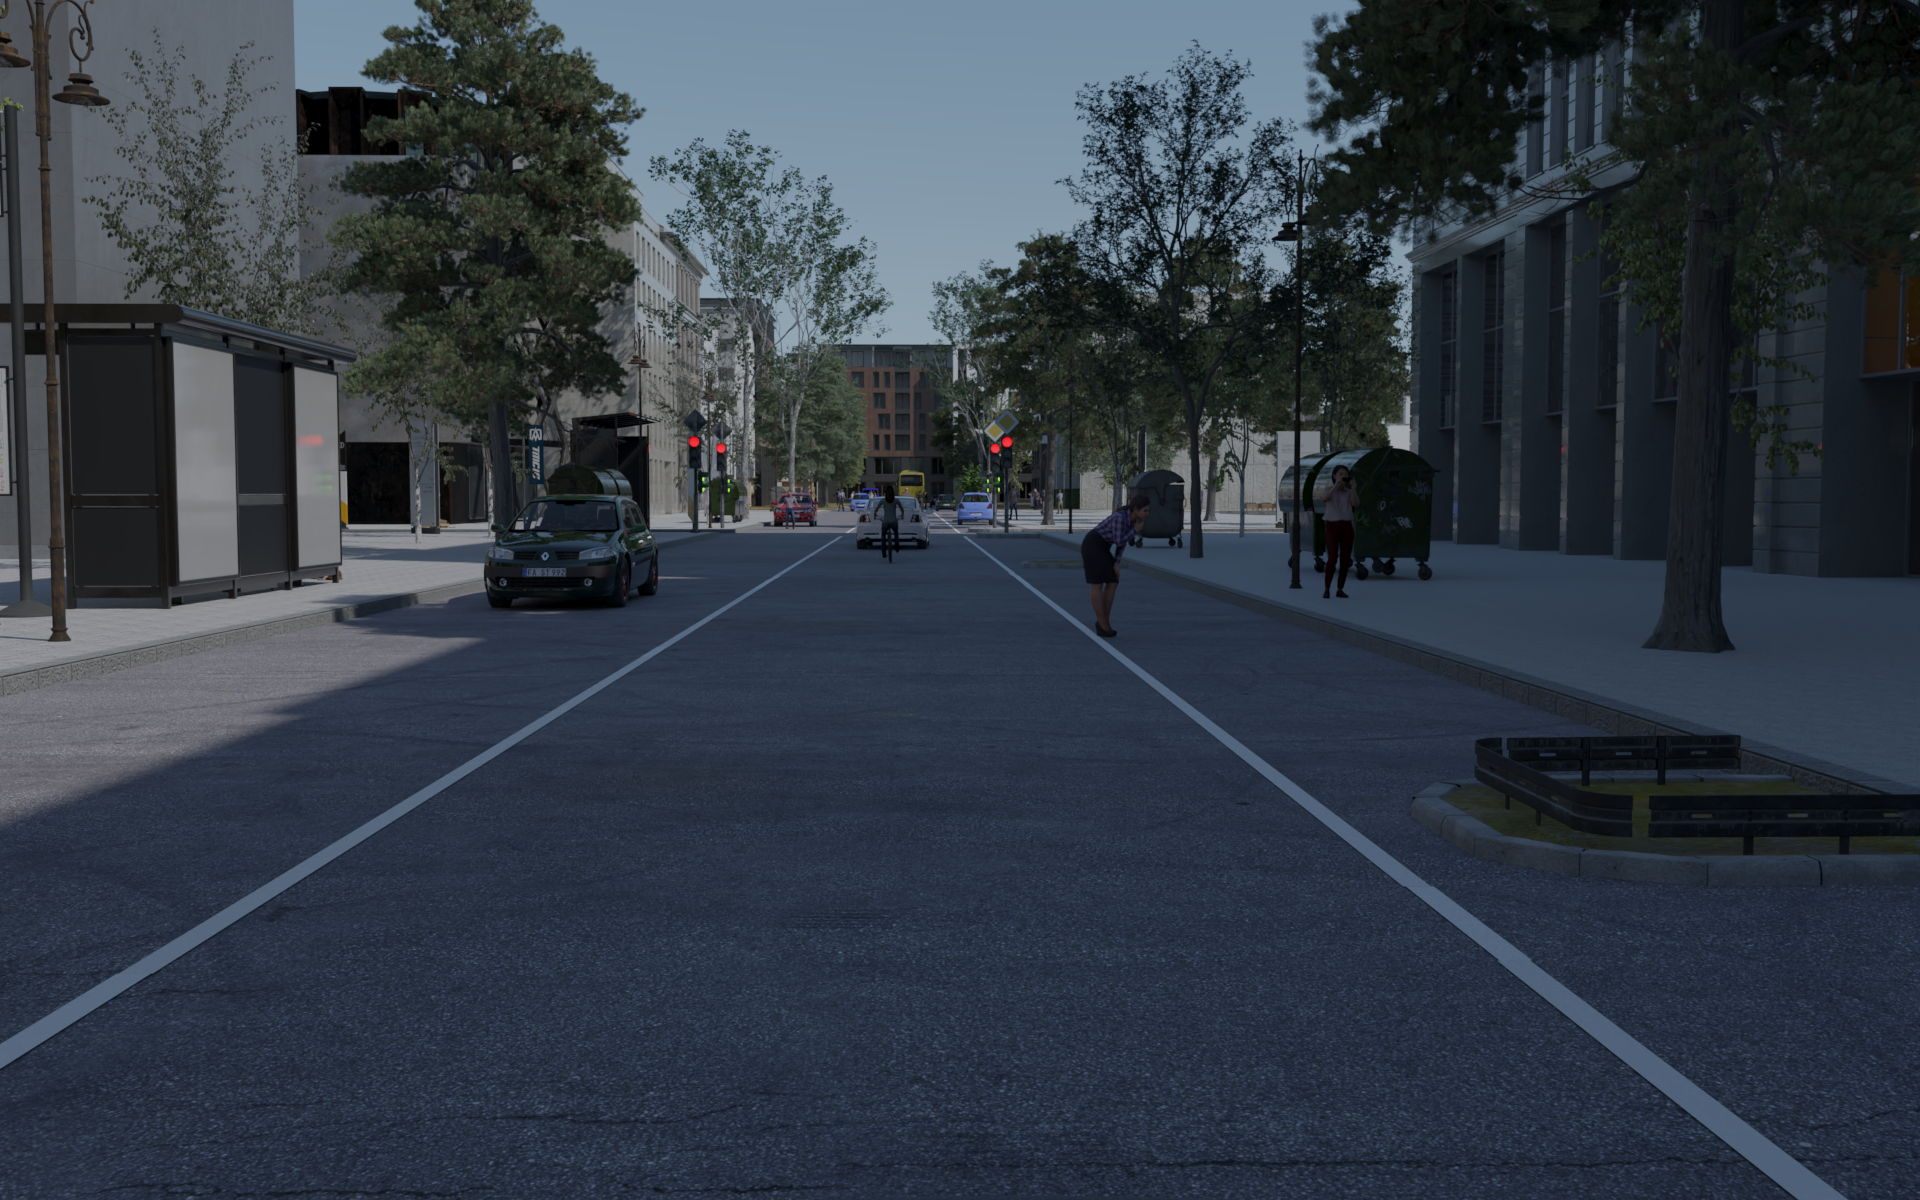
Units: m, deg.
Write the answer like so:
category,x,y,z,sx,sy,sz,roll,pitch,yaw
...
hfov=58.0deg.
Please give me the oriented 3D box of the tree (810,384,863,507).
category,x,y,z,sx,sy,sz,roll,pitch,yaw
tree,-13.811,-16.423,175.934,7.806,13.903,7.818,0,3,0

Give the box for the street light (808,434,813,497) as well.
category,x,y,z,sx,sy,sz,roll,pitch,yaw
street light,-11.209,-9.634,130.310,0.468,5.910,1.993,0,4,-2

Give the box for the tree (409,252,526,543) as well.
category,x,y,z,sx,sy,sz,roll,pitch,yaw
tree,-14.122,-5.763,44.582,4.360,8.622,3.978,0,3,0

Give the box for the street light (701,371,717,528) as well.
category,x,y,z,sx,sy,sz,roll,pitch,yaw
street light,-9.415,-5.645,65.081,0.468,5.910,1.993,0,4,-2

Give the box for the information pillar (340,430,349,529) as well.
category,x,y,z,sx,sy,sz,roll,pitch,yaw
information pillar,-22.668,-4.403,63.351,0.504,3.616,0.183,0,4,-2

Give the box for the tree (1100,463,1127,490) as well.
category,x,y,z,sx,sy,sz,roll,pitch,yaw
tree,11.955,-8.724,126.357,4.285,4.588,4.351,0,3,0

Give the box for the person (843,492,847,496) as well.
category,x,y,z,sx,sy,sz,roll,pitch,yaw
person,-14.674,-12.845,216.154,1.348,1.812,0.705,-1,4,-16

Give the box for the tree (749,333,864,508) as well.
category,x,y,z,sx,sy,sz,roll,pitch,yaw
tree,-12.431,-14.176,138.435,9.857,13.997,8.962,0,3,0

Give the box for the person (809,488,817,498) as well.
category,x,y,z,sx,sy,sz,roll,pitch,yaw
person,-13.489,-9.145,155.582,1.348,1.822,0.705,-1,4,-10

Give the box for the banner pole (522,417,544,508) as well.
category,x,y,z,sx,sy,sz,roll,pitch,yaw
banner pole,-13.601,-3.971,54.950,0.863,3.779,0.401,-1,4,-20

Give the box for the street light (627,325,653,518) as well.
category,x,y,z,sx,sy,sz,roll,pitch,yaw
street light,-8.788,-4.581,47.682,0.468,5.910,1.993,0,4,-2

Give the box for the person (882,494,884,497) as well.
category,x,y,z,sx,sy,sz,roll,pitch,yaw
person,-8.684,-11.343,197.210,0.557,1.426,1.065,3,4,38

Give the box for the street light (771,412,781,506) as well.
category,x,y,z,sx,sy,sz,roll,pitch,yaw
street light,-10.374,-7.635,97.626,0.468,5.910,1.993,0,4,-2

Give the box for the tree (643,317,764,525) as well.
category,x,y,z,sx,sy,sz,roll,pitch,yaw
tree,-10.630,-7.421,71.688,4.360,8.622,3.978,0,3,0

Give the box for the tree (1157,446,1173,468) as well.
category,x,y,z,sx,sy,sz,roll,pitch,yaw
tree,11.734,-12.059,119.214,6.751,12.117,7.091,0,3,0

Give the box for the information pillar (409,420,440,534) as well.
category,x,y,z,sx,sy,sz,roll,pitch,yaw
information pillar,-17.271,-3.947,55.849,0.184,3.620,1.656,-3,5,-44

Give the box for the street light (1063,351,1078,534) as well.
category,x,y,z,sx,sy,sz,roll,pitch,yaw
street light,3.577,-5.084,55.917,0.468,5.910,1.993,0,4,-2

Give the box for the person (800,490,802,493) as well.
category,x,y,z,sx,sy,sz,roll,pitch,yaw
person,-18.084,-11.673,197.562,0.551,1.740,0.621,2,4,33

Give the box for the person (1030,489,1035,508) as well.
category,x,y,z,sx,sy,sz,roll,pitch,yaw
person,6.727,-9.344,159.481,0.551,1.740,0.621,1,4,13

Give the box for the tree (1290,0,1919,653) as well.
category,x,y,z,sx,sy,sz,roll,pitch,yaw
tree,6.373,-6.515,13.946,7.806,13.903,7.818,0,3,0

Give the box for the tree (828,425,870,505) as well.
category,x,y,z,sx,sy,sz,roll,pitch,yaw
tree,-14.908,-18.164,215.103,7.486,12.596,7.792,0,3,0

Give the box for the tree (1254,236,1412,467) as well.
category,x,y,z,sx,sy,sz,roll,pitch,yaw
tree,15.582,-9.139,71.471,6.751,12.117,7.091,0,3,0

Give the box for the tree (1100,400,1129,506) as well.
category,x,y,z,sx,sy,sz,roll,pitch,yaw
tree,10.106,-9.711,109.137,4.737,8.622,4.395,0,3,0

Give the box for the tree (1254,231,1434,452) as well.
category,x,y,z,sx,sy,sz,roll,pitch,yaw
tree,9.606,-5.705,43.638,4.360,8.622,3.978,0,3,0

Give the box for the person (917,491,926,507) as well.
category,x,y,z,sx,sy,sz,roll,pitch,yaw
person,-3.125,-8.103,141.782,0.742,1.727,0.445,0,4,-2

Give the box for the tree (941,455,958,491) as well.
category,x,y,z,sx,sy,sz,roll,pitch,yaw
tree,-0.012,-15.883,210.051,4.737,8.622,4.395,0,3,0

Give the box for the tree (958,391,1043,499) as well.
category,x,y,z,sx,sy,sz,roll,pitch,yaw
tree,3.275,-10.168,116.611,4.737,8.622,4.395,0,3,0

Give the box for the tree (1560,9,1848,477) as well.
category,x,y,z,sx,sy,sz,roll,pitch,yaw
tree,10.351,-4.511,24.119,4.737,8.622,4.395,0,3,0

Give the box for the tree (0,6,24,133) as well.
category,x,y,z,sx,sy,sz,roll,pitch,yaw
tree,-13.618,-4.313,20.888,4.737,8.622,4.395,0,3,0

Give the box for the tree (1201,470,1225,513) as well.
category,x,y,z,sx,sy,sz,roll,pitch,yaw
tree,17.371,-7.633,119.395,1.663,3.219,1.824,0,3,0

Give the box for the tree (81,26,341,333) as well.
category,x,y,z,sx,sy,sz,roll,pitch,yaw
tree,-11.995,-4.761,28.210,4.360,8.622,3.978,0,3,0

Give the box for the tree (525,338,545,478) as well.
category,x,y,z,sx,sy,sz,roll,pitch,yaw
tree,-13.863,-6.132,50.613,4.360,8.622,3.978,0,3,0

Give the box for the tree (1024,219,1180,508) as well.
category,x,y,z,sx,sy,sz,roll,pitch,yaw
tree,4.031,-5.826,45.611,4.360,8.622,3.978,0,3,0

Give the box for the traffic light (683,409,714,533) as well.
category,x,y,z,sx,sy,sz,roll,pitch,yaw
traffic light,-8.639,-4.125,56.693,0.839,4.213,0.868,0,4,-2

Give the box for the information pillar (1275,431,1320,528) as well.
category,x,y,z,sx,sy,sz,roll,pitch,yaw
information pillar,12.690,-4.511,65.071,1.656,3.620,0.184,0,4,-7

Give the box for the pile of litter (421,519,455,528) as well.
category,x,y,z,sx,sy,sz,roll,pitch,yaw
pile of litter,-19.933,-3.167,65.743,1.719,0.858,1.176,-3,5,-39

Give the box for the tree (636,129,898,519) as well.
category,x,y,z,sx,sy,sz,roll,pitch,yaw
tree,-10.195,-14.220,88.383,12.611,20.169,13.585,0,3,0

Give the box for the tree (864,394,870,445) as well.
category,x,y,z,sx,sy,sz,roll,pitch,yaw
tree,-13.322,-15.765,164.406,9.857,13.997,8.962,0,3,0

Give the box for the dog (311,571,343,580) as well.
category,x,y,z,sx,sy,sz,roll,pitch,yaw
dog,-9.484,-0.496,25.847,0.550,0.427,0.748,0,4,-6

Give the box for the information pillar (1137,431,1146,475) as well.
category,x,y,z,sx,sy,sz,roll,pitch,yaw
information pillar,6.864,-4.535,65.455,0.184,3.620,1.656,1,4,11

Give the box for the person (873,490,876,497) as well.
category,x,y,z,sx,sy,sz,roll,pitch,yaw
person,-8.345,-9.756,168.104,0.705,1.812,1.348,0,4,3

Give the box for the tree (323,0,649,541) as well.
category,x,y,z,sx,sy,sz,roll,pitch,yaw
tree,-9.508,-6.941,35.546,6.751,12.117,7.091,0,3,0

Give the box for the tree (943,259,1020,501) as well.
category,x,y,z,sx,sy,sz,roll,pitch,yaw
tree,3.174,-17.232,137.627,12.611,20.169,13.585,0,3,0

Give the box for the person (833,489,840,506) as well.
category,x,y,z,sx,sy,sz,roll,pitch,yaw
person,-13.384,-11.311,190.613,1.348,1.869,0.705,-1,4,-15

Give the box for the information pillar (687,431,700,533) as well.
category,x,y,z,sx,sy,sz,roll,pitch,yaw
information pillar,-8.877,-4.050,57.573,0.504,3.616,0.183,3,5,42

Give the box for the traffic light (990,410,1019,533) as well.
category,x,y,z,sx,sy,sz,roll,pitch,yaw
traffic light,1.518,-4.144,57.003,0.839,4.213,0.868,0,4,-2

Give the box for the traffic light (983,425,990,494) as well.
category,x,y,z,sx,sy,sz,roll,pitch,yaw
traffic light,1.285,-4.632,64.985,0.839,4.213,0.868,0,4,-2

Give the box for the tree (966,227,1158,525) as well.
category,x,y,z,sx,sy,sz,roll,pitch,yaw
tree,3.732,-9.121,71.184,6.751,12.117,7.091,0,3,0

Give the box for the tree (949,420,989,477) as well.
category,x,y,z,sx,sy,sz,roll,pitch,yaw
tree,1.224,-13.315,168.065,4.360,8.622,3.978,0,3,0

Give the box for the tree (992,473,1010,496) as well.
category,x,y,z,sx,sy,sz,roll,pitch,yaw
tree,2.710,-7.747,121.264,1.663,3.219,1.824,0,3,0

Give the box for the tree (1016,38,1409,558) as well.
category,x,y,z,sx,sy,sz,roll,pitch,yaw
tree,4.924,-6.139,34.790,8.767,10.594,7.601,2,4,25

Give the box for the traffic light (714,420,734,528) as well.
category,x,y,z,sx,sy,sz,roll,pitch,yaw
traffic light,-8.871,-4.613,64.675,0.839,4.213,0.868,0,4,-2

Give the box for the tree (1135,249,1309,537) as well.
category,x,y,z,sx,sy,sz,roll,pitch,yaw
tree,8.189,-6.187,51.525,4.737,8.622,4.395,0,3,0

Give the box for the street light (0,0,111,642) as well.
category,x,y,z,sx,sy,sz,roll,pitch,yaw
street light,-7.853,-2.577,14.928,0.468,5.910,1.993,0,4,-2

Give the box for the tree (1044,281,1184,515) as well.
category,x,y,z,sx,sy,sz,roll,pitch,yaw
tree,8.915,-11.757,98.879,9.857,13.997,8.962,0,3,0

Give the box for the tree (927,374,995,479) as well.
category,x,y,z,sx,sy,sz,roll,pitch,yaw
tree,0.449,-16.730,180.956,7.806,13.903,7.818,0,3,0

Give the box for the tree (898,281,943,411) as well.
category,x,y,z,sx,sy,sz,roll,pitch,yaw
tree,-9.677,-15.709,112.733,12.611,20.169,13.585,0,3,0

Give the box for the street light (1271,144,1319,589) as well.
category,x,y,z,sx,sy,sz,roll,pitch,yaw
street light,4.564,-3.094,23.373,0.468,5.910,1.993,0,4,-2
